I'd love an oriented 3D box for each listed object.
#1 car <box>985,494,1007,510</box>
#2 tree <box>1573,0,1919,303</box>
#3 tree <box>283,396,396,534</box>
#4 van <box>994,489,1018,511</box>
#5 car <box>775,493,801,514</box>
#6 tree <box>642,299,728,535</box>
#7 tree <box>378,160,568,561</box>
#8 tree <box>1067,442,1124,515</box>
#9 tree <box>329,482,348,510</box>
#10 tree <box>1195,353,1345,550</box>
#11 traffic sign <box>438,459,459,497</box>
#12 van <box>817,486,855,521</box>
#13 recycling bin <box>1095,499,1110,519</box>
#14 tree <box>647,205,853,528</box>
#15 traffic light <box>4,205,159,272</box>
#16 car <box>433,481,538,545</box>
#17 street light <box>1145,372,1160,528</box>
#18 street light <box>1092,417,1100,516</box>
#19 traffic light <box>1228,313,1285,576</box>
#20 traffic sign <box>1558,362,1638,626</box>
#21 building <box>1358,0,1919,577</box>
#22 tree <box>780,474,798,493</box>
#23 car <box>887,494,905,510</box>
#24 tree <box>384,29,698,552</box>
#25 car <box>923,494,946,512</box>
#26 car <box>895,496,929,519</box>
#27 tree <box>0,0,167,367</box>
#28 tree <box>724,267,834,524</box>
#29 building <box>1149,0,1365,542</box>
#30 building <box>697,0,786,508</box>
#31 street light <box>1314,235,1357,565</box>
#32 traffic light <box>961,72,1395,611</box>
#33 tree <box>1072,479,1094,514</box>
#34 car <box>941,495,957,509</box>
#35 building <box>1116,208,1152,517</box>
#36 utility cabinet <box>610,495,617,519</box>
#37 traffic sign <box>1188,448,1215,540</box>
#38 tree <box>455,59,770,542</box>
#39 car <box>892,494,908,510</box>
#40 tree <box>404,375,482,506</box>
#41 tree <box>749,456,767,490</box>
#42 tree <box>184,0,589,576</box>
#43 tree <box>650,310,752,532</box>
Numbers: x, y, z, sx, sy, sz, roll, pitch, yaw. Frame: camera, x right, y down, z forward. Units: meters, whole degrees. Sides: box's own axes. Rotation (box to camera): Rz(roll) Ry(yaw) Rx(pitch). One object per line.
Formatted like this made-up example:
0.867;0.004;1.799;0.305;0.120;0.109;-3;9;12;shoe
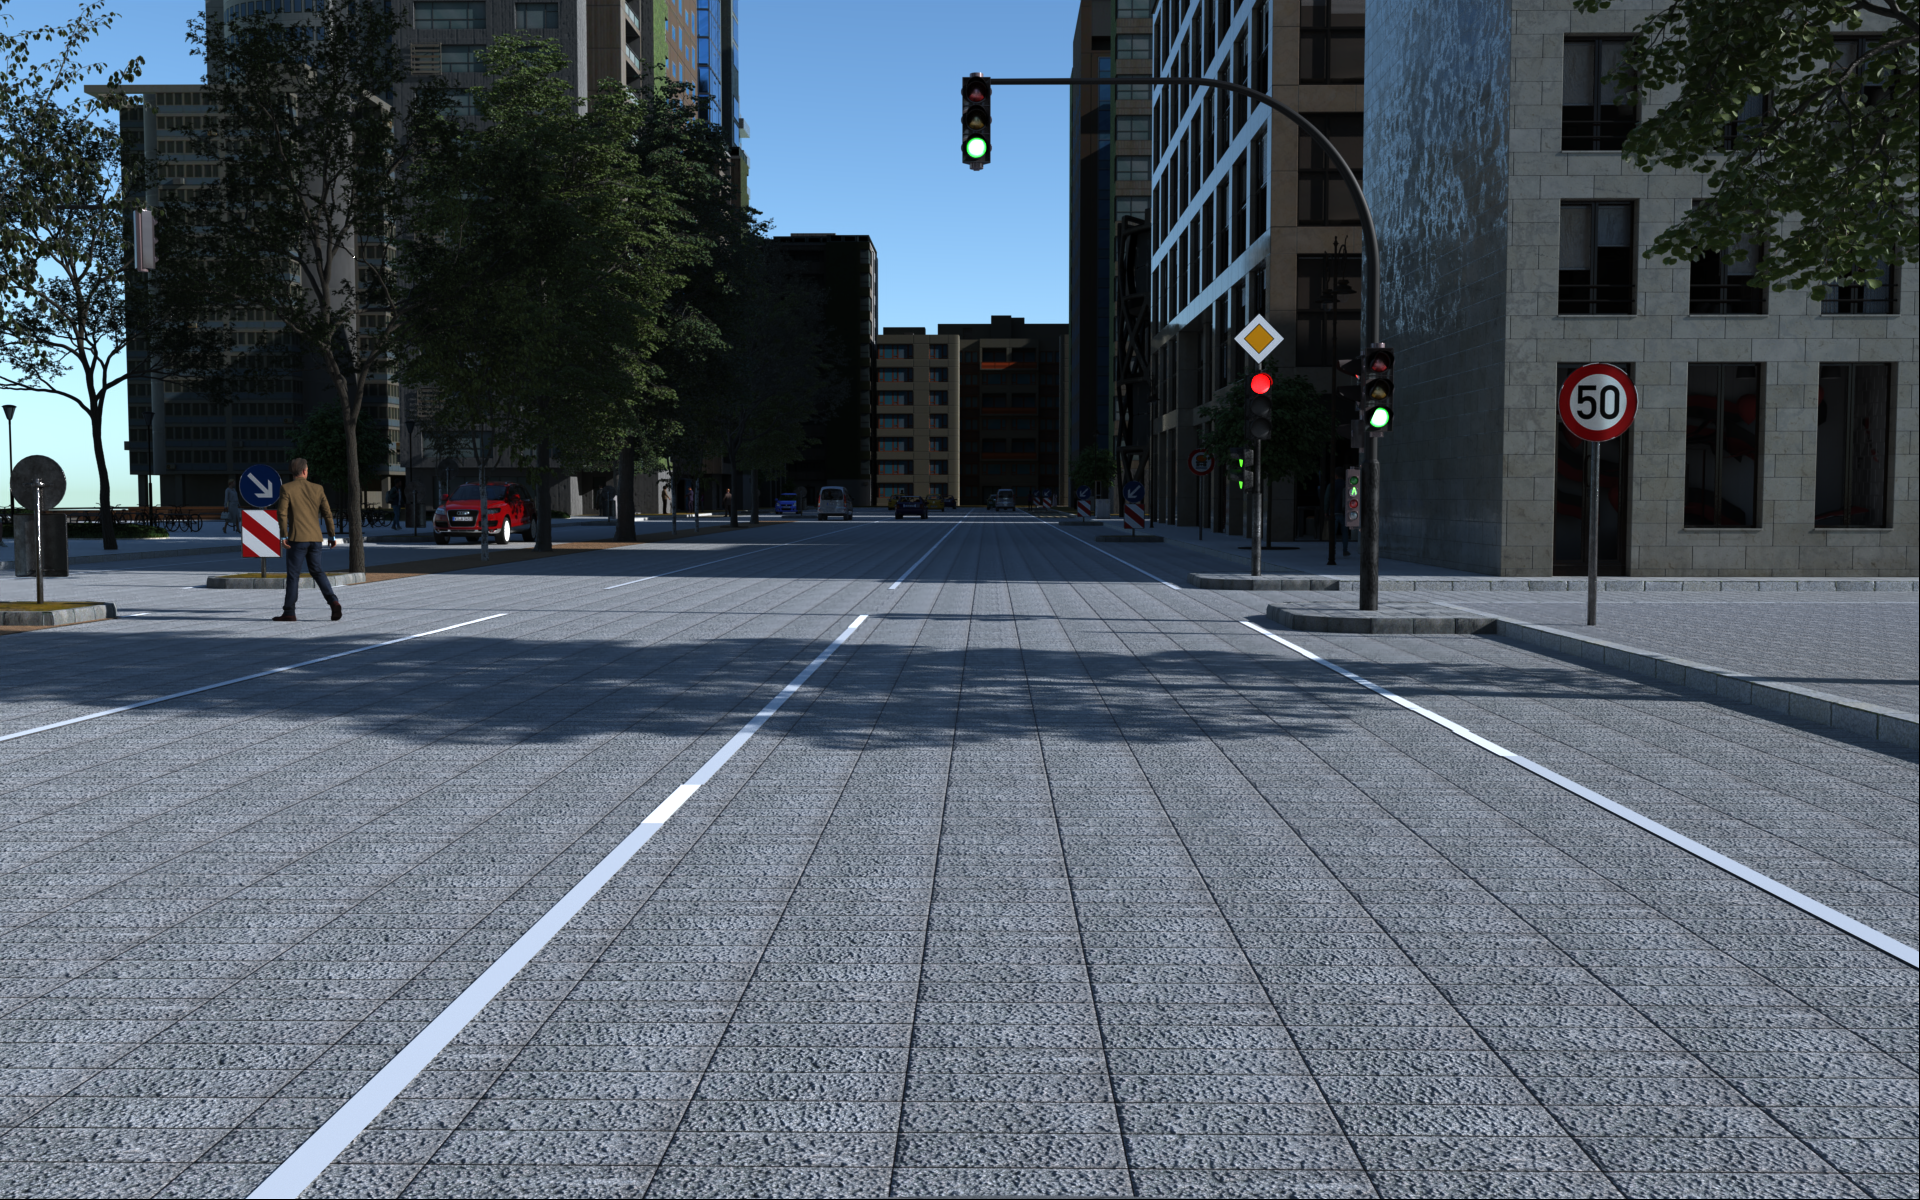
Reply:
3.356;-8.900;157.305;2.131;1.459;4.920;0;4;1;car
7.288;-5.675;10.919;7.486;12.596;7.792;0;3;0;tree
-19.957;-4.415;55.894;4.285;4.588;4.351;0;3;0;tree
3.802;-8.397;144.297;2.013;2.044;4.112;0;4;2;van
-12.280;-7.017;124.323;1.945;1.707;3.694;0;4;0;car
-10.020;-6.584;60.467;4.737;8.622;4.395;0;3;0;tree
-10.124;-5.121;36.555;4.737;8.622;4.395;0;3;0;tree
8.352;-7.489;106.161;4.285;4.588;4.351;0;3;0;tree
-35.697;-6.489;100.695;1.663;3.219;1.824;0;3;0;tree
7.272;-3.464;40.349;4.285;4.588;4.351;0;3;0;tree
-18.393;-3.801;62.258;0.768;2.556;0.104;0;4;1;traffic sign
-6.834;-5.382;95.006;2.013;2.044;4.112;0;4;1;van
7.392;-4.713;89.610;0.722;1.027;0.722;0;4;0;recycling bin
-9.605;-9.817;73.338;12.009;13.543;11.850;0;3;0;tree
-15.141;-3.225;27.390;4.771;5.953;1.251;0;4;1;traffic light
-13.880;-2.580;50.856;2.281;1.827;5.304;0;4;0;car
7.308;-5.692;65.852;0.468;5.910;1.993;0;4;1;street light
7.968;-7.891;101.798;0.468;5.910;1.993;0;4;1;street light
4.625;-2.332;27.047;0.839;4.253;0.868;0;4;1;traffic light
6.177;-1.025;16.859;0.768;2.556;0.104;0;4;2;traffic sign
16.865;-10.795;31.250;16.860;20.320;10.420;0;4;1;building
-16.960;-10.837;171.792;1.663;3.219;1.824;0;3;0;tree
-5.465;-8.775;153.690;2.015;1.641;3.980;0;4;1;car
-10.424;-7.487;42.997;7.486;12.596;7.792;0;3;0;tree
-2.135;-8.042;141.705;2.015;1.641;3.980;0;4;-1;car
-2.777;-5.339;99.875;1.945;1.354;3.894;0;4;2;car
-10.617;-3.986;17.984;4.360;8.622;3.978;0;3;0;tree
-9.958;-9.946;83.203;7.486;12.596;7.792;0;3;0;tree
18.116;-15.777;62.472;19.350;26.468;34.151;0;4;1;building
-33.648;-52.162;165.513;31.000;86.520;22.319;0;4;1;building
6.731;-3.572;31.191;0.468;5.910;1.993;0;4;1;street light
2.401;-2.709;18.956;4.771;5.953;1.251;0;4;1;traffic light
8.179;-7.322;114.314;1.663;3.219;1.824;0;3;0;tree
-1.259;-9.377;165.886;1.945;1.354;3.894;0;4;2;car
16.867;-13.848;93.864;16.820;18.784;16.811;0;4;1;building
-17.938;-4.812;89.841;0.306;1.237;1.020;1;4;10;utility cabinet
6.694;-2.935;48.094;0.768;2.556;0.104;0;4;5;traffic sign
-10.110;-8.733;51.893;9.857;13.997;8.962;0;3;0;tree
-5.406;-9.148;159.353;2.009;1.686;4.222;0;4;0;car
-29.734;-9.133;99.690;4.360;8.622;3.978;0;3;0;tree
-18.137;-10.073;148.404;4.285;4.588;4.351;0;3;0;tree
-10.459;-5.706;30.164;8.767;10.594;7.601;0;4;1;tree
-9.904;-6.868;65.105;4.360;8.622;3.978;0;3;0;tree
